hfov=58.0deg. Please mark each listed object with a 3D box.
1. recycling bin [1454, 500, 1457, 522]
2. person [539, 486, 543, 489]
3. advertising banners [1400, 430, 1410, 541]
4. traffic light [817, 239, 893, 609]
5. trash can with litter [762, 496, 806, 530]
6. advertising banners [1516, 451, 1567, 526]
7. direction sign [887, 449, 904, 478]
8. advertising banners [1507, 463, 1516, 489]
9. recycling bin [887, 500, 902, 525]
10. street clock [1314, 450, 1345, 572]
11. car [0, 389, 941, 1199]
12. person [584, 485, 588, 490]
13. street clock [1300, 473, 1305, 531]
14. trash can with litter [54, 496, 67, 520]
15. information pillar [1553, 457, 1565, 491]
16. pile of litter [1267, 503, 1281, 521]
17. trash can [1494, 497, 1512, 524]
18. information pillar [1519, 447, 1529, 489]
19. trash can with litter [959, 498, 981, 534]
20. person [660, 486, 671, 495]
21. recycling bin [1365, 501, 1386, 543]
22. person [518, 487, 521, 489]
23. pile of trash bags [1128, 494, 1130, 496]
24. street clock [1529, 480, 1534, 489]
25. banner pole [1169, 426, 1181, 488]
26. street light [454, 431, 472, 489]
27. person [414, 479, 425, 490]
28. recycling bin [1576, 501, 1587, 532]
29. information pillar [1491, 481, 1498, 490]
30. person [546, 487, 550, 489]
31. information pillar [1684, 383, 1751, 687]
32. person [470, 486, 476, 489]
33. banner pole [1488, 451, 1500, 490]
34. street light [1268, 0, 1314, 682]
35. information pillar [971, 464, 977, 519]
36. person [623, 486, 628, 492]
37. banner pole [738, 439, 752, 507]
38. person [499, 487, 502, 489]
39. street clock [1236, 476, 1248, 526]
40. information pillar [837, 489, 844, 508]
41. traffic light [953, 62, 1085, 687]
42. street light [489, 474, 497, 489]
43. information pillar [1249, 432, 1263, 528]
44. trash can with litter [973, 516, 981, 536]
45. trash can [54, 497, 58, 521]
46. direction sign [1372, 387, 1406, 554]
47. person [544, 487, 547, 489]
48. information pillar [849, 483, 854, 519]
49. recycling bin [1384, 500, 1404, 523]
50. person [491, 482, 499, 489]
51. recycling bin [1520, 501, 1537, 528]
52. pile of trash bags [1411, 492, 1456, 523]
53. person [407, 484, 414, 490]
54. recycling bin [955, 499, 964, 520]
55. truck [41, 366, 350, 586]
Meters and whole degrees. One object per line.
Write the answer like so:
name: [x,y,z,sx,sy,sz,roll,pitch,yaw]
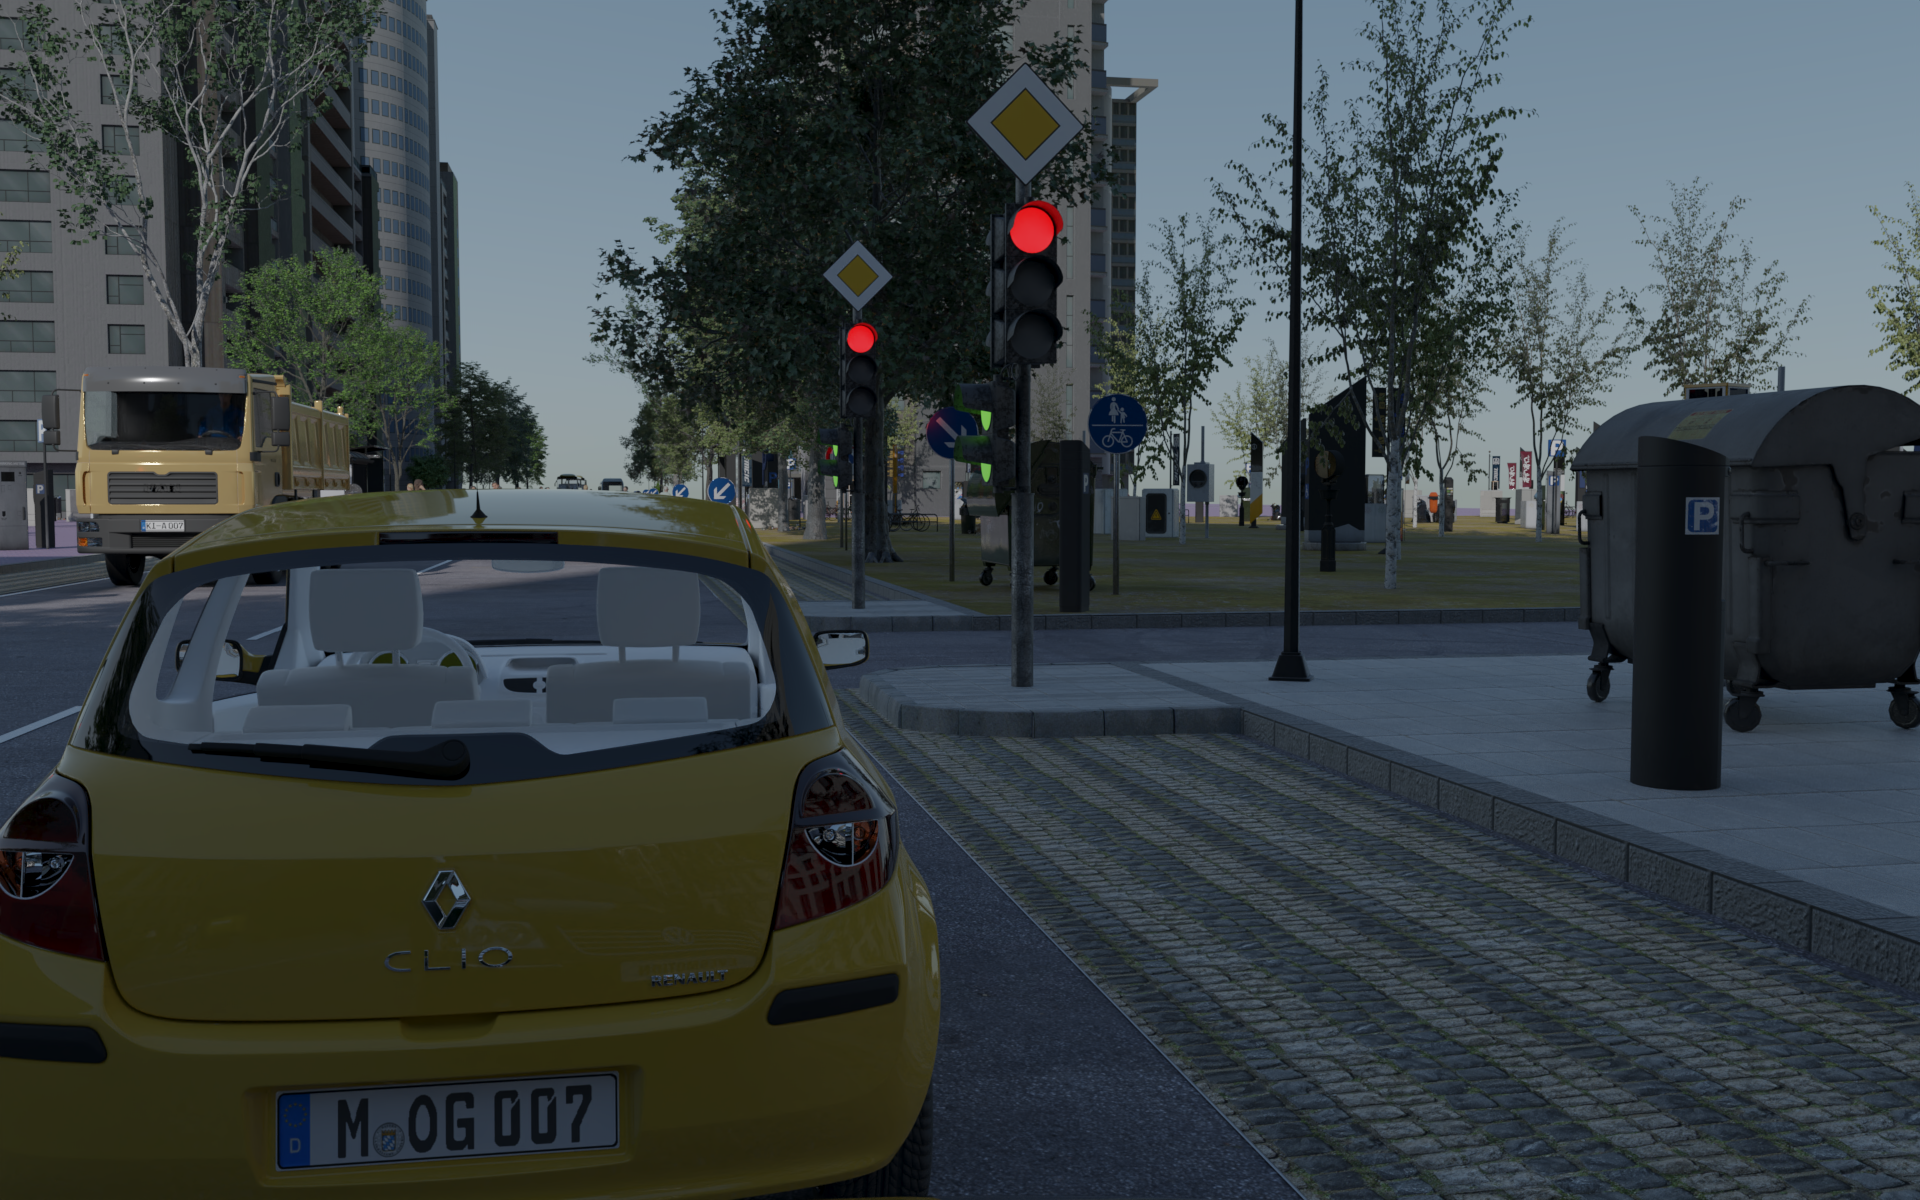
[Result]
recycling bin: [22.710,-4.164,80.636,0.722,1.027,0.722,2,4,26]
person: [-20.566,-4.665,84.869,0.616,1.811,0.778,-3,4,-36]
advertising banners: [11.895,-3.096,46.800,0.090,3.025,2.074,2,4,30]
traffic light: [-1.157,-1.857,19.289,0.839,4.253,0.868,-1,4,-11]
trash can with litter: [-6.358,-3.146,62.489,2.233,1.210,1.678,-3,5,-41]
advertising banners: [23.722,-4.542,70.444,2.074,3.025,0.090,-1,4,-9]
direction sign: [-3.222,-5.767,86.294,0.876,3.537,0.379,0,4,5]
advertising banners: [31.485,-6.131,96.422,2.074,3.025,0.090,0,4,5]
recycling bin: [-2.825,-3.680,72.719,0.722,1.027,0.722,0,4,-5]
street clock: [6.085,-1.469,28.586,0.358,2.002,0.471,-3,5,-40]
car: [-1.167,0.342,4.634,2.015,1.641,3.980,-1,4,-11]
person: [-14.261,-3.486,65.842,0.624,1.780,0.694,-3,5,-43]
street clock: [11.712,-3.362,59.536,0.358,2.002,0.471,-1,4,-12]
trash can with litter: [-44.250,-4.560,85.617,1.678,1.210,2.233,1,4,16]
information pillar: [25.819,-5.093,74.622,0.504,3.616,0.183,1,4,21]
pile of litter: [15.587,-4.308,84.397,1.176,0.858,1.719,0,4,-4]
trash can: [23.666,-3.906,75.524,0.748,1.137,0.748,0,3,0]
information pillar: [27.969,-5.783,85.903,0.504,3.616,0.183,3,5,41]
trash can with litter: [0.500,-2.693,55.422,1.055,1.170,0.624,2,4,30]
person: [-12.397,-3.926,73.178,0.782,1.767,0.515,1,4,12]
recycling bin: [10.918,-2.032,45.784,0.722,1.027,0.722,0,4,5]
person: [-23.353,-5.066,91.533,0.583,1.804,0.606,0,4,-5]
pile of trash bags: [8.517,-4.539,83.959,3.447,1.369,1.912,0,4,4]
street clock: [29.093,-5.121,88.291,0.358,2.002,0.471,1,4,14]
banner pole: [7.793,-4.469,63.091,0.401,3.779,0.863,-2,4,-24]
street light: [-36.915,-9.537,128.475,1.470,5.913,1.316,-1,4,-11]
person: [-13.441,-2.094,42.985,0.600,1.795,0.529,3,5,42]
recycling bin: [21.660,-2.867,59.431,0.722,1.027,0.722,-3,4,-38]
information pillar: [30.633,-5.799,99.309,0.304,2.012,0.304,0,4,-7]
person: [-20.587,-4.745,86.427,0.374,1.781,0.599,2,4,33]
information pillar: [5.065,-0.437,11.640,0.304,2.012,0.304,-3,4,-38]
person: [-17.116,-3.134,60.571,0.643,1.720,0.563,1,4,9]
banner pole: [30.742,-6.720,99.882,0.863,3.779,0.401,0,4,-2]
street light: [1.761,-2.396,11.713,1.470,5.913,1.316,-1,4,-11]
information pillar: [0.811,-6.075,90.676,0.504,3.616,0.183,0,4,5]
person: [-16.073,-4.624,84.117,0.660,1.820,0.620,3,5,44]
banner pole: [-8.662,-4.849,69.304,0.863,3.779,0.401,2,4,27]
person: [-20.927,-4.251,78.495,0.515,1.767,0.782,0,4,-1]
street clock: [11.299,-3.968,69.449,0.471,2.002,0.358,0,4,-4]
information pillar: [-6.331,-6.111,91.275,0.183,3.616,0.504,-3,5,-42]
traffic light: [0.397,-1.378,11.456,0.839,4.253,0.868,-1,4,-11]
street light: [-44.322,-11.778,165.105,1.470,5.913,1.316,-1,4,-11]
information pillar: [11.119,-4.503,64.986,0.504,3.616,0.183,2,4,28]
trash can with litter: [1.631,-2.586,53.332,2.233,1.210,1.678,3,4,37]
trash can: [-40.698,-4.017,77.339,0.748,1.137,0.748,0,3,0]
direction sign: [9.131,-2.749,36.937,0.876,3.537,0.379,-2,4,-26]
person: [-26.316,-6.250,110.315,1.348,1.869,0.705,-2,4,-27]
information pillar: [-5.613,-5.232,90.036,0.304,2.012,0.304,0,3,0]
recycling bin: [19.097,-3.903,76.374,0.722,1.027,0.722,-1,4,-21]
person: [-14.451,-2.793,54.355,0.592,1.802,0.473,1,4,18]
recycling bin: [21.478,-3.204,64.943,0.722,1.027,0.722,0,4,0]
pile of trash bags: [21.146,-4.134,77.351,1.912,1.369,3.447,1,4,14]
person: [-18.298,-2.985,57.665,0.694,1.780,0.624,-2,4,-30]
recycling bin: [0.158,-4.507,86.246,0.722,1.027,0.722,-3,5,-39]
truck: [-12.470,-2.049,29.423,3.469,3.379,9.791,-1,4,-10]
